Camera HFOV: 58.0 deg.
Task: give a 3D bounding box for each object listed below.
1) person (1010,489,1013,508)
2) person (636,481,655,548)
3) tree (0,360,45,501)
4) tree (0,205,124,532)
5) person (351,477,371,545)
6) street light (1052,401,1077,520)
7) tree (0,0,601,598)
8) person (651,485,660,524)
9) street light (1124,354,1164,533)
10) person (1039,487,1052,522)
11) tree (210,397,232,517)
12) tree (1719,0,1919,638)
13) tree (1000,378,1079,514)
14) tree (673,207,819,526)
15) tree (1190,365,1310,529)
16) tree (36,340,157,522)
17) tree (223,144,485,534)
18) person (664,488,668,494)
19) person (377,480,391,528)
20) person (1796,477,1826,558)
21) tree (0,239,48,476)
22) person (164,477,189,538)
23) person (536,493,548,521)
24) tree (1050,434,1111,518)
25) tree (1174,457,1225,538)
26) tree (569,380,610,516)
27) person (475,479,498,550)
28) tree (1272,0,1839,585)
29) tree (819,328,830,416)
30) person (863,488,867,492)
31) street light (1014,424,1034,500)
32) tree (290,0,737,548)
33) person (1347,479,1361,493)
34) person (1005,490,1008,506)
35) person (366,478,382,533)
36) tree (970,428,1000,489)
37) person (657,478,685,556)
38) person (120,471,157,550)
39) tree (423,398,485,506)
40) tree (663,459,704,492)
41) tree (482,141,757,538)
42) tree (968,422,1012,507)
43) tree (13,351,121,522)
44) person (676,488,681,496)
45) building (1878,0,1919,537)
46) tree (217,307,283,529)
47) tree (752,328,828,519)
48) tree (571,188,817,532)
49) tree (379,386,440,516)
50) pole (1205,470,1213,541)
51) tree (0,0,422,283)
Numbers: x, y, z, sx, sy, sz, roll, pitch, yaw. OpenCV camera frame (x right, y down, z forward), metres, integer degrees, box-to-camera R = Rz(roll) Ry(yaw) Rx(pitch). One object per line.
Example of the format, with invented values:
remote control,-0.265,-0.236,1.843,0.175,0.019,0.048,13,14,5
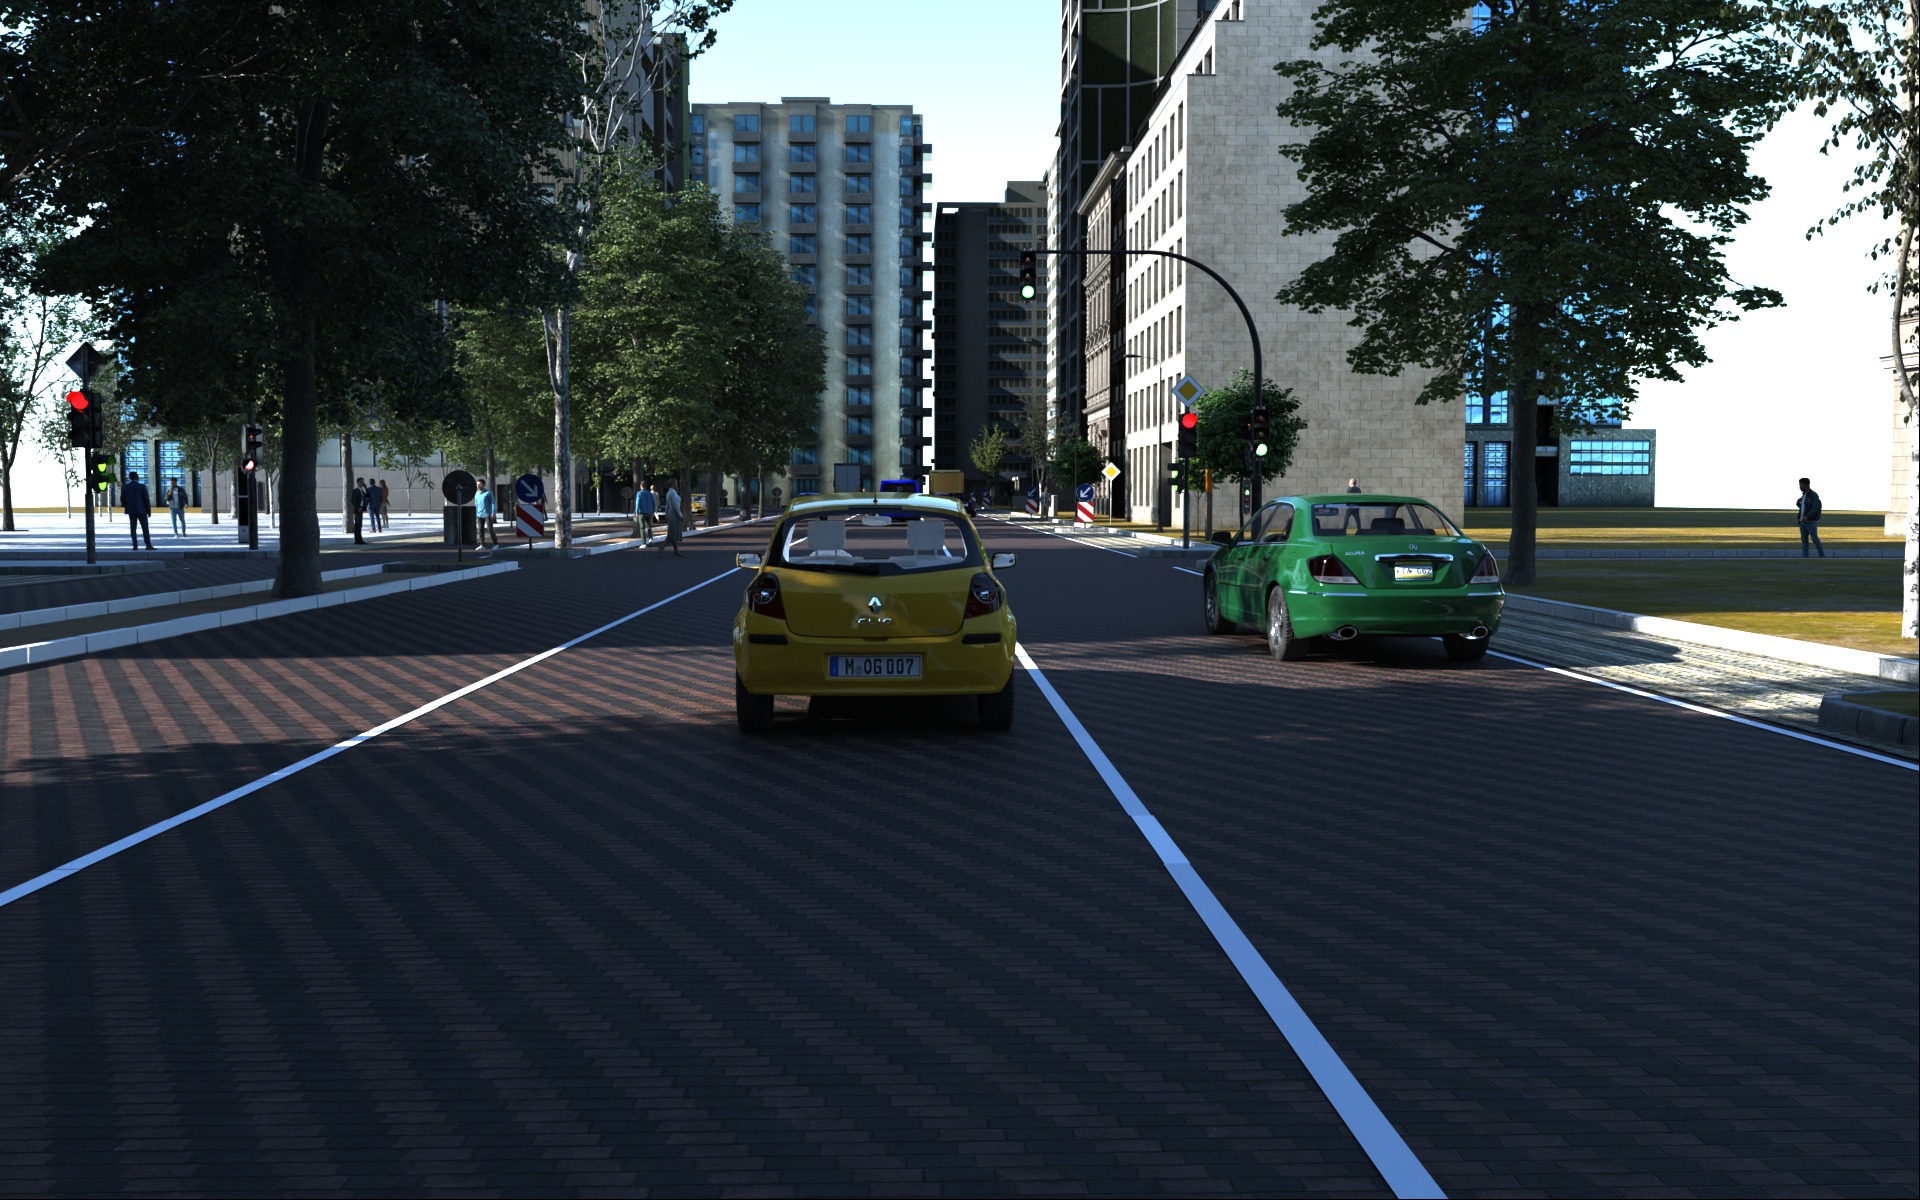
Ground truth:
person,4.543,-9.158,156.292,0.721,1.766,1.217,0,4,2
person,-8.351,-2.272,45.996,0.601,1.785,0.444,-2,4,-31
tree,-46.677,-8.164,83.845,4.737,8.622,4.395,0,3,0
tree,-32.673,-8.173,59.386,9.928,11.665,9.643,0,3,0
person,-16.966,-2.522,49.103,0.474,1.900,0.648,-1,4,-8
street light,5.265,-6.966,86.432,1.470,5.913,1.316,0,4,-2
tree,-9.203,-7.009,23.714,9.857,13.997,8.962,0,3,0
person,-14.298,-4.436,80.904,0.514,1.842,0.818,-2,4,-35
street light,6.124,-5.205,57.639,1.470,5.913,1.316,0,4,-2
person,4.393,-4.916,88.971,0.635,1.810,0.391,0,4,2
tree,-41.103,-10.576,98.669,9.928,11.665,9.643,0,3,0
tree,8.763,-3.965,15.195,4.360,8.622,3.978,0,3,0
tree,5.205,-9.724,109.343,4.360,8.622,3.978,0,3,0
tree,-11.198,-10.306,77.611,9.857,13.997,8.962,0,3,0
tree,7.336,-3.718,44.500,4.285,4.588,4.351,0,3,0
tree,-39.050,-7.902,79.555,4.360,8.622,3.978,0,3,0
tree,-20.403,-8.445,56.203,7.486,12.596,7.792,0,3,0
person,-21.868,-7.422,128.105,0.721,1.735,1.217,0,4,-5
person,-21.711,-3.619,65.185,0.573,1.828,0.580,-2,4,-29
person,17.728,-1.672,36.192,0.721,1.781,0.623,-1,4,-15
tree,-28.255,-7.789,44.360,9.611,12.733,9.660,0,3,0
person,-23.100,-2.733,51.068,0.623,1.781,0.721,-2,4,-31
person,-19.556,-4.575,80.616,0.755,1.850,0.659,-1,4,-14
tree,6.552,-6.793,94.780,4.285,4.588,4.351,0,3,0
tree,7.146,-3.450,51.004,1.663,3.219,1.824,0,3,0
tree,-21.525,-9.262,101.792,4.737,8.622,4.395,0,3,0
person,-12.174,-2.204,44.560,0.660,1.820,0.620,1,4,18
tree,8.151,-6.519,24.711,7.486,12.596,7.792,0,3,0
tree,-11.100,-11.006,89.065,9.857,13.997,8.962,0,3,0
person,-6.404,-6.207,110.206,1.509,1.804,0.699,2,4,27
street light,4.303,-8.711,114.960,1.470,5.913,1.316,0,4,-2
tree,-11.378,-11.384,44.472,12.611,20.169,13.585,0,3,0
person,12.609,-3.022,55.851,0.661,1.777,0.834,-3,4,-38
person,5.204,-11.376,192.743,0.721,1.736,1.217,1,4,16
person,-19.496,-3.146,57.668,0.419,1.800,0.721,3,4,36
tree,3.100,-14.850,193.162,4.360,8.622,3.978,0,3,0
person,-6.627,-1.892,39.664,0.641,1.798,0.478,-1,4,-12
person,-18.799,-2.042,39.605,0.721,1.800,0.419,-1,4,-18
tree,-28.128,-8.863,95.280,4.737,8.622,4.395,0,3,0
tree,-21.252,-9.142,133.183,4.285,4.588,4.351,0,3,0
tree,-10.509,-8.285,56.047,7.486,12.596,7.792,0,3,0
tree,3.059,-13.760,175.342,4.737,8.622,4.395,0,3,0
tree,-47.101,-8.597,90.926,4.360,8.622,3.978,0,3,0
person,-15.578,-5.305,95.580,0.623,1.781,0.721,-3,4,-37
building,29.519,-12.023,47.482,40.483,20.767,10.553,0,4,-2
tree,-25.561,-6.952,64.029,4.360,8.622,3.978,0,3,0
tree,-11.483,-10.553,100.751,9.928,11.665,9.643,0,3,0
tree,-10.295,-8.882,64.686,9.611,12.733,9.660,0,3,0
tree,-31.995,-9.210,100.947,4.360,8.622,3.978,0,3,0
pole,6.815,-3.275,47.394,0.158,3.312,0.155,0,3,0
tree,-8.699,-4.780,15.016,8.767,10.594,7.601,0,4,-2
